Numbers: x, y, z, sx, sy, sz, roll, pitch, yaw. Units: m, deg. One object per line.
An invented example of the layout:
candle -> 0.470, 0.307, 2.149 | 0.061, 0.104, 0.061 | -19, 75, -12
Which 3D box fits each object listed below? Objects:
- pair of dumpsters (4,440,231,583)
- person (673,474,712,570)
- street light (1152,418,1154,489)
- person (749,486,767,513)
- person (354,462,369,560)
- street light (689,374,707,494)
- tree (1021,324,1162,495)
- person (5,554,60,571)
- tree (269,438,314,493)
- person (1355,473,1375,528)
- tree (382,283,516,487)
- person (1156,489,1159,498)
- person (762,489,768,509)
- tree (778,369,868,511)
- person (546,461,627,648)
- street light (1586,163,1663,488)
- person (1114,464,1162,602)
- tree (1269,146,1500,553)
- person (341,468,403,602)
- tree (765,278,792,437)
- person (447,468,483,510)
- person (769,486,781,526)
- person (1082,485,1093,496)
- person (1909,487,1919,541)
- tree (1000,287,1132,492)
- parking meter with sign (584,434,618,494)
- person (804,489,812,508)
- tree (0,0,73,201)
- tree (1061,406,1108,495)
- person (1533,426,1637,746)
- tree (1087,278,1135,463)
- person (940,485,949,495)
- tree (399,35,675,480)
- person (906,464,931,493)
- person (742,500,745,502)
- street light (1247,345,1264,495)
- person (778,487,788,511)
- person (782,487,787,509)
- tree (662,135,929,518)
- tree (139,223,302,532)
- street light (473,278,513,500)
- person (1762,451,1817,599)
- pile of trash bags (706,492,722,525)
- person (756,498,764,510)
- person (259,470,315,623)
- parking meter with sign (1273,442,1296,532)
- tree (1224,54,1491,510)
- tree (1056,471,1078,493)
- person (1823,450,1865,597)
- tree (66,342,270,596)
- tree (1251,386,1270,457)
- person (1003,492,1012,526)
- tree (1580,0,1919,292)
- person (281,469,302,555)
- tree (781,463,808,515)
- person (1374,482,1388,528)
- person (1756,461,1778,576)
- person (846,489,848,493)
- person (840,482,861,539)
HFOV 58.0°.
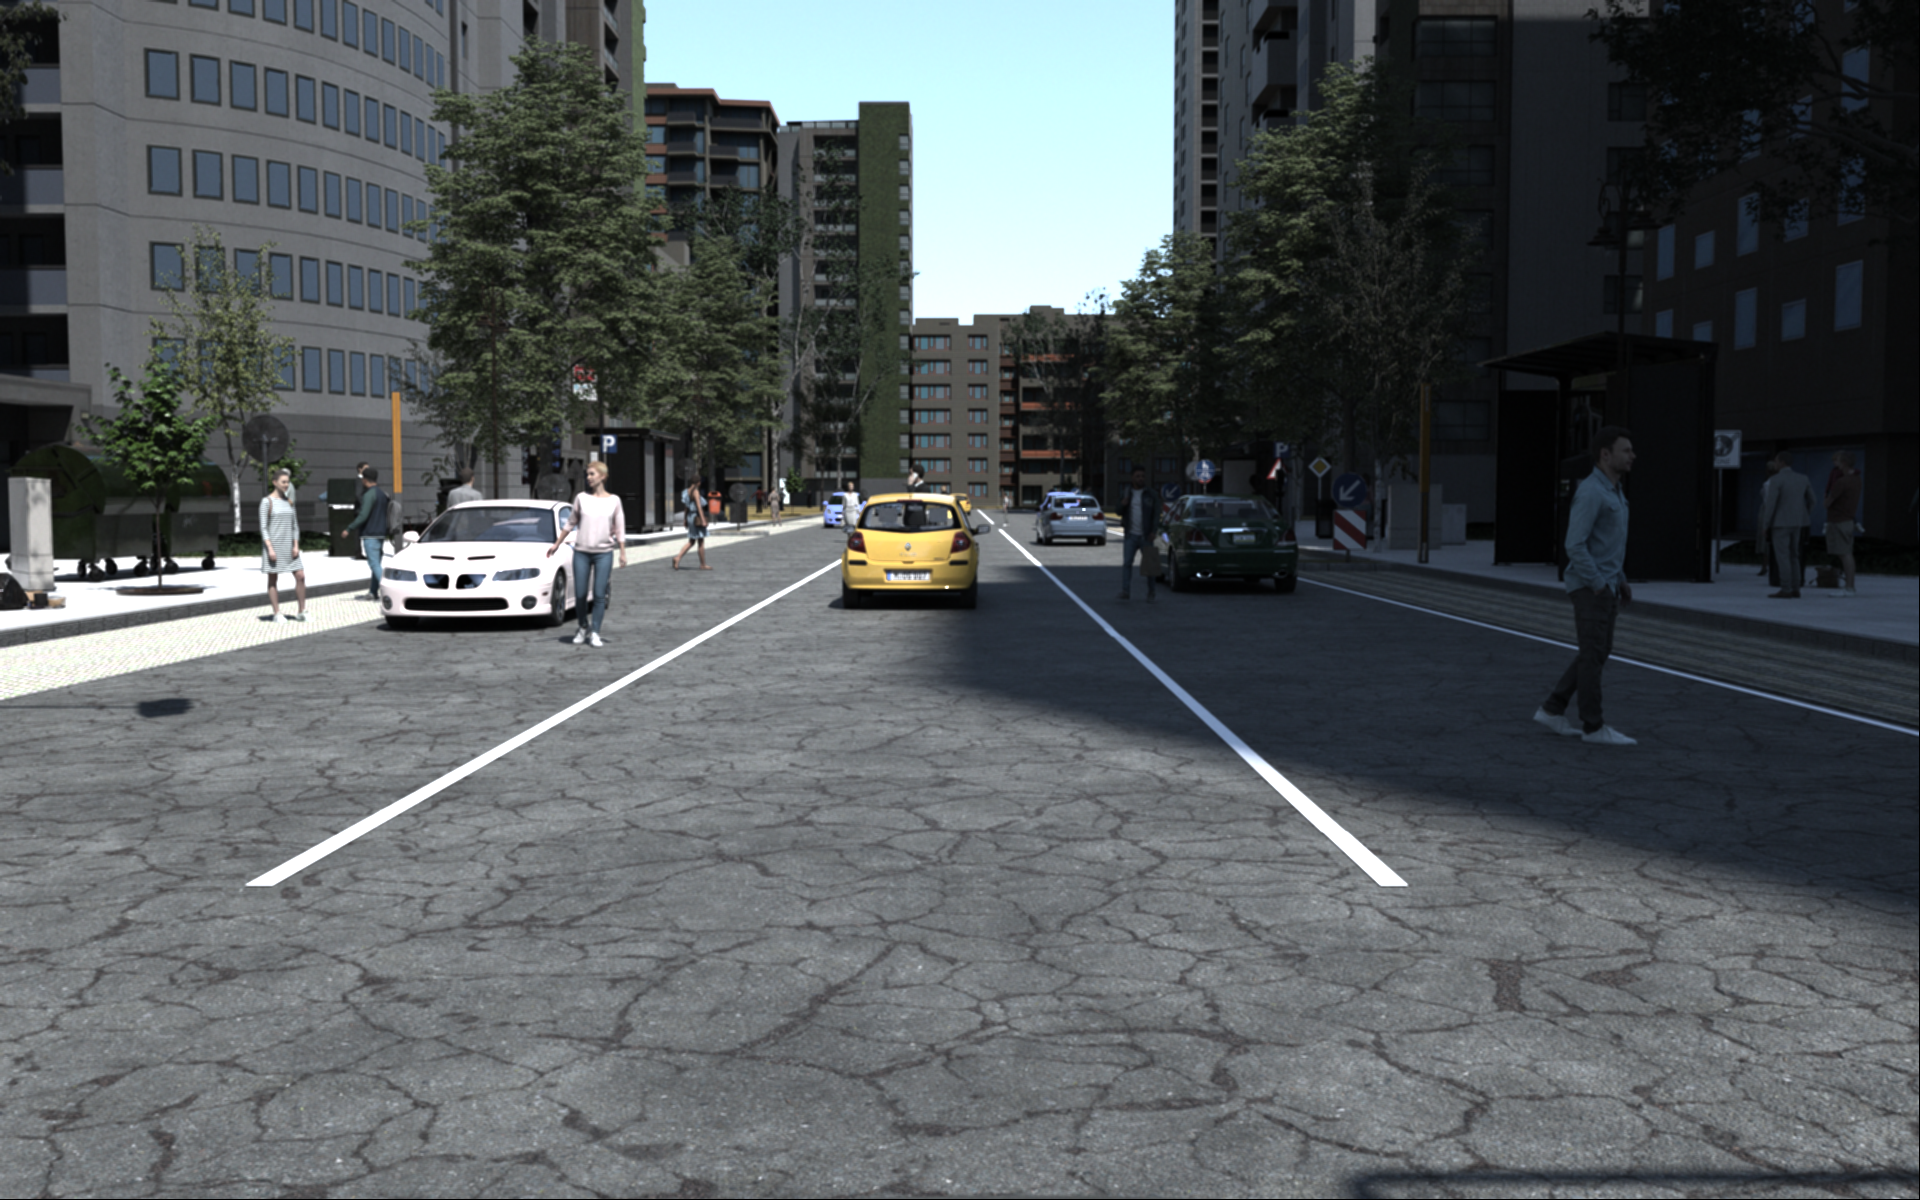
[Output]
pair of dumpsters -> -13.028, -1.499, 26.995 | 1.574, 2.255, 4.437 | 0, 3, 0
person -> -4.998, -1.466, 32.560 | 0.778, 1.811, 0.616 | -2, 4, -31
street light -> 9.132, -6.675, 81.919 | 0.468, 5.910, 1.993 | 0, 3, 0
person -> -13.471, -6.725, 115.962 | 1.348, 1.831, 0.705 | -3, 4, -38
person -> -11.534, -1.727, 33.645 | 0.474, 1.900, 0.648 | -2, 4, -27
street light -> -10.031, -5.729, 66.464 | 0.468, 5.910, 1.993 | 0, 3, 0
tree -> 9.557, -13.073, 124.119 | 12.009, 13.543, 11.850 | 0, 3, 0
person -> -15.450, -1.383, 28.760 | 0.850, 1.850, 0.679 | 0, 4, -3
tree -> -19.865, -3.424, 50.591 | 1.663, 3.219, 1.824 | 0, 3, 0
person -> 10.539, -2.384, 45.032 | 0.555, 1.821, 0.388 | 0, 4, 3
tree -> -16.981, -6.624, 58.660 | 4.360, 8.622, 3.978 | 0, 3, 0
person -> 16.438, -8.467, 145.264 | 0.721, 1.735, 1.217 | 2, 4, 28
person -> -17.286, -8.956, 152.918 | 0.568, 1.767, 0.683 | 1, 4, 17
tree -> -9.967, -11.855, 128.241 | 7.601, 10.594, 8.767 | -3, 5, -43
person -> -3.530, -0.438, 16.329 | 0.731, 1.740, 0.598 | -1, 4, -15
street light -> 9.072, -3.120, 23.801 | 0.468, 5.910, 1.993 | 0, 3, 0
person -> 2.385, -0.872, 22.739 | 0.794, 1.824, 0.713 | 3, 4, 38
tree -> 9.334, -5.326, 37.447 | 4.360, 8.622, 3.978 | 0, 3, 0
person -> -7.756, -0.860, 22.911 | 0.721, 1.781, 0.623 | 0, 4, -5
tree -> -11.036, -9.660, 76.060 | 7.486, 12.596, 7.792 | 0, 3, 0
person -> -6.913, -0.963, 24.443 | 0.606, 1.804, 0.583 | 1, 4, 13
person -> -8.195, -4.151, 76.701 | 0.599, 1.781, 0.374 | -1, 4, -17
person -> 5.782, -4.290, 78.498 | 0.638, 1.841, 0.748 | 0, 4, -7
person -> 21.875, -2.002, 39.126 | 0.623, 1.781, 0.721 | 0, 4, 3
tree -> 10.684, -18.449, 157.534 | 12.611, 20.169, 13.585 | 0, 3, 0
parking meter with sign -> -10.513, -3.282, 49.925 | 0.543, 3.016, 1.738 | 1, 4, 19
person -> -13.818, -9.199, 157.250 | 0.742, 1.727, 0.445 | 0, 4, -8
tree -> -11.051, -4.094, 17.292 | 4.360, 8.622, 3.978 | 0, 3, 0
tree -> 10.079, -11.741, 142.333 | 4.360, 8.622, 3.978 | 0, 3, 0
person -> 3.649, -0.095, 10.072 | 0.620, 1.820, 0.660 | 2, 4, 30
tree -> 9.257, -9.613, 75.302 | 7.486, 12.596, 7.792 | 0, 3, 0
person -> -0.824, -3.923, 72.860 | 0.699, 1.804, 1.509 | -1, 4, -19
tree -> -10.152, -7.653, 43.252 | 7.486, 12.596, 7.792 | 0, 3, 0
person -> -0.758, -1.205, 27.565 | 0.474, 1.900, 0.648 | -3, 5, -45
person -> -19.956, -9.392, 159.620 | 0.705, 1.821, 1.348 | 1, 4, 18
street light -> 9.040, -4.883, 52.618 | 0.468, 5.910, 1.993 | 0, 3, 0
person -> -13.617, -7.724, 132.410 | 0.705, 1.814, 1.350 | 2, 4, 29
person -> -14.648, -8.447, 144.012 | 0.599, 1.838, 0.709 | -1, 4, -22
tree -> -8.934, -14.422, 91.693 | 12.611, 20.169, 13.585 | 0, 3, 0
tree -> -19.796, -5.908, 46.964 | 4.737, 8.622, 4.395 | 0, 3, 0
street light -> -9.988, -3.940, 37.199 | 0.468, 5.910, 1.993 | 0, 3, 0
person -> 10.197, -0.930, 21.350 | 0.635, 1.810, 0.391 | -2, 4, -24
pile of trash bags -> -11.392, -3.708, 70.372 | 3.447, 1.369, 1.912 | 0, 4, -6
person -> -16.277, -8.060, 141.052 | 0.599, 1.433, 0.991 | 2, 4, 32
person -> -7.534, -0.594, 19.222 | 0.522, 1.701, 0.512 | 2, 4, 31
parking meter with sign -> 10.988, -3.802, 58.429 | 0.543, 3.016, 1.738 | 1, 4, 20
tree -> 10.077, -7.780, 45.326 | 7.486, 12.596, 7.792 | 0, 3, 0
tree -> 9.367, -9.400, 148.287 | 1.663, 3.219, 1.824 | 0, 3, 0
person -> 11.062, -0.959, 21.696 | 0.573, 1.828, 0.580 | 0, 4, -5
tree -> -10.186, -1.686, 22.160 | 1.663, 3.219, 1.824 | 0, 3, 0
tree -> 15.636, -7.938, 80.143 | 4.360, 8.622, 3.978 | 0, 3, 0
person -> 2.062, -4.069, 77.622 | 0.523, 1.515, 0.503 | -2, 4, -28
tree -> 9.274, -4.974, 15.744 | 7.601, 10.594, 8.767 | -2, 4, -31
person -> -12.836, -1.628, 33.154 | 0.515, 1.767, 0.782 | -1, 4, -10
tree -> -10.285, -6.824, 106.178 | 1.663, 3.219, 1.824 | 0, 3, 0
person -> 15.321, -3.492, 63.327 | 0.709, 1.800, 0.728 | -3, 4, -39
person -> 12.695, -1.267, 26.976 | 0.478, 1.798, 0.641 | -1, 4, -10
person -> -10.402, -9.291, 158.641 | 0.721, 1.739, 1.217 | 3, 4, 38
person -> -3.206, -2.602, 51.399 | 0.694, 1.780, 0.624 | 1, 4, 12
